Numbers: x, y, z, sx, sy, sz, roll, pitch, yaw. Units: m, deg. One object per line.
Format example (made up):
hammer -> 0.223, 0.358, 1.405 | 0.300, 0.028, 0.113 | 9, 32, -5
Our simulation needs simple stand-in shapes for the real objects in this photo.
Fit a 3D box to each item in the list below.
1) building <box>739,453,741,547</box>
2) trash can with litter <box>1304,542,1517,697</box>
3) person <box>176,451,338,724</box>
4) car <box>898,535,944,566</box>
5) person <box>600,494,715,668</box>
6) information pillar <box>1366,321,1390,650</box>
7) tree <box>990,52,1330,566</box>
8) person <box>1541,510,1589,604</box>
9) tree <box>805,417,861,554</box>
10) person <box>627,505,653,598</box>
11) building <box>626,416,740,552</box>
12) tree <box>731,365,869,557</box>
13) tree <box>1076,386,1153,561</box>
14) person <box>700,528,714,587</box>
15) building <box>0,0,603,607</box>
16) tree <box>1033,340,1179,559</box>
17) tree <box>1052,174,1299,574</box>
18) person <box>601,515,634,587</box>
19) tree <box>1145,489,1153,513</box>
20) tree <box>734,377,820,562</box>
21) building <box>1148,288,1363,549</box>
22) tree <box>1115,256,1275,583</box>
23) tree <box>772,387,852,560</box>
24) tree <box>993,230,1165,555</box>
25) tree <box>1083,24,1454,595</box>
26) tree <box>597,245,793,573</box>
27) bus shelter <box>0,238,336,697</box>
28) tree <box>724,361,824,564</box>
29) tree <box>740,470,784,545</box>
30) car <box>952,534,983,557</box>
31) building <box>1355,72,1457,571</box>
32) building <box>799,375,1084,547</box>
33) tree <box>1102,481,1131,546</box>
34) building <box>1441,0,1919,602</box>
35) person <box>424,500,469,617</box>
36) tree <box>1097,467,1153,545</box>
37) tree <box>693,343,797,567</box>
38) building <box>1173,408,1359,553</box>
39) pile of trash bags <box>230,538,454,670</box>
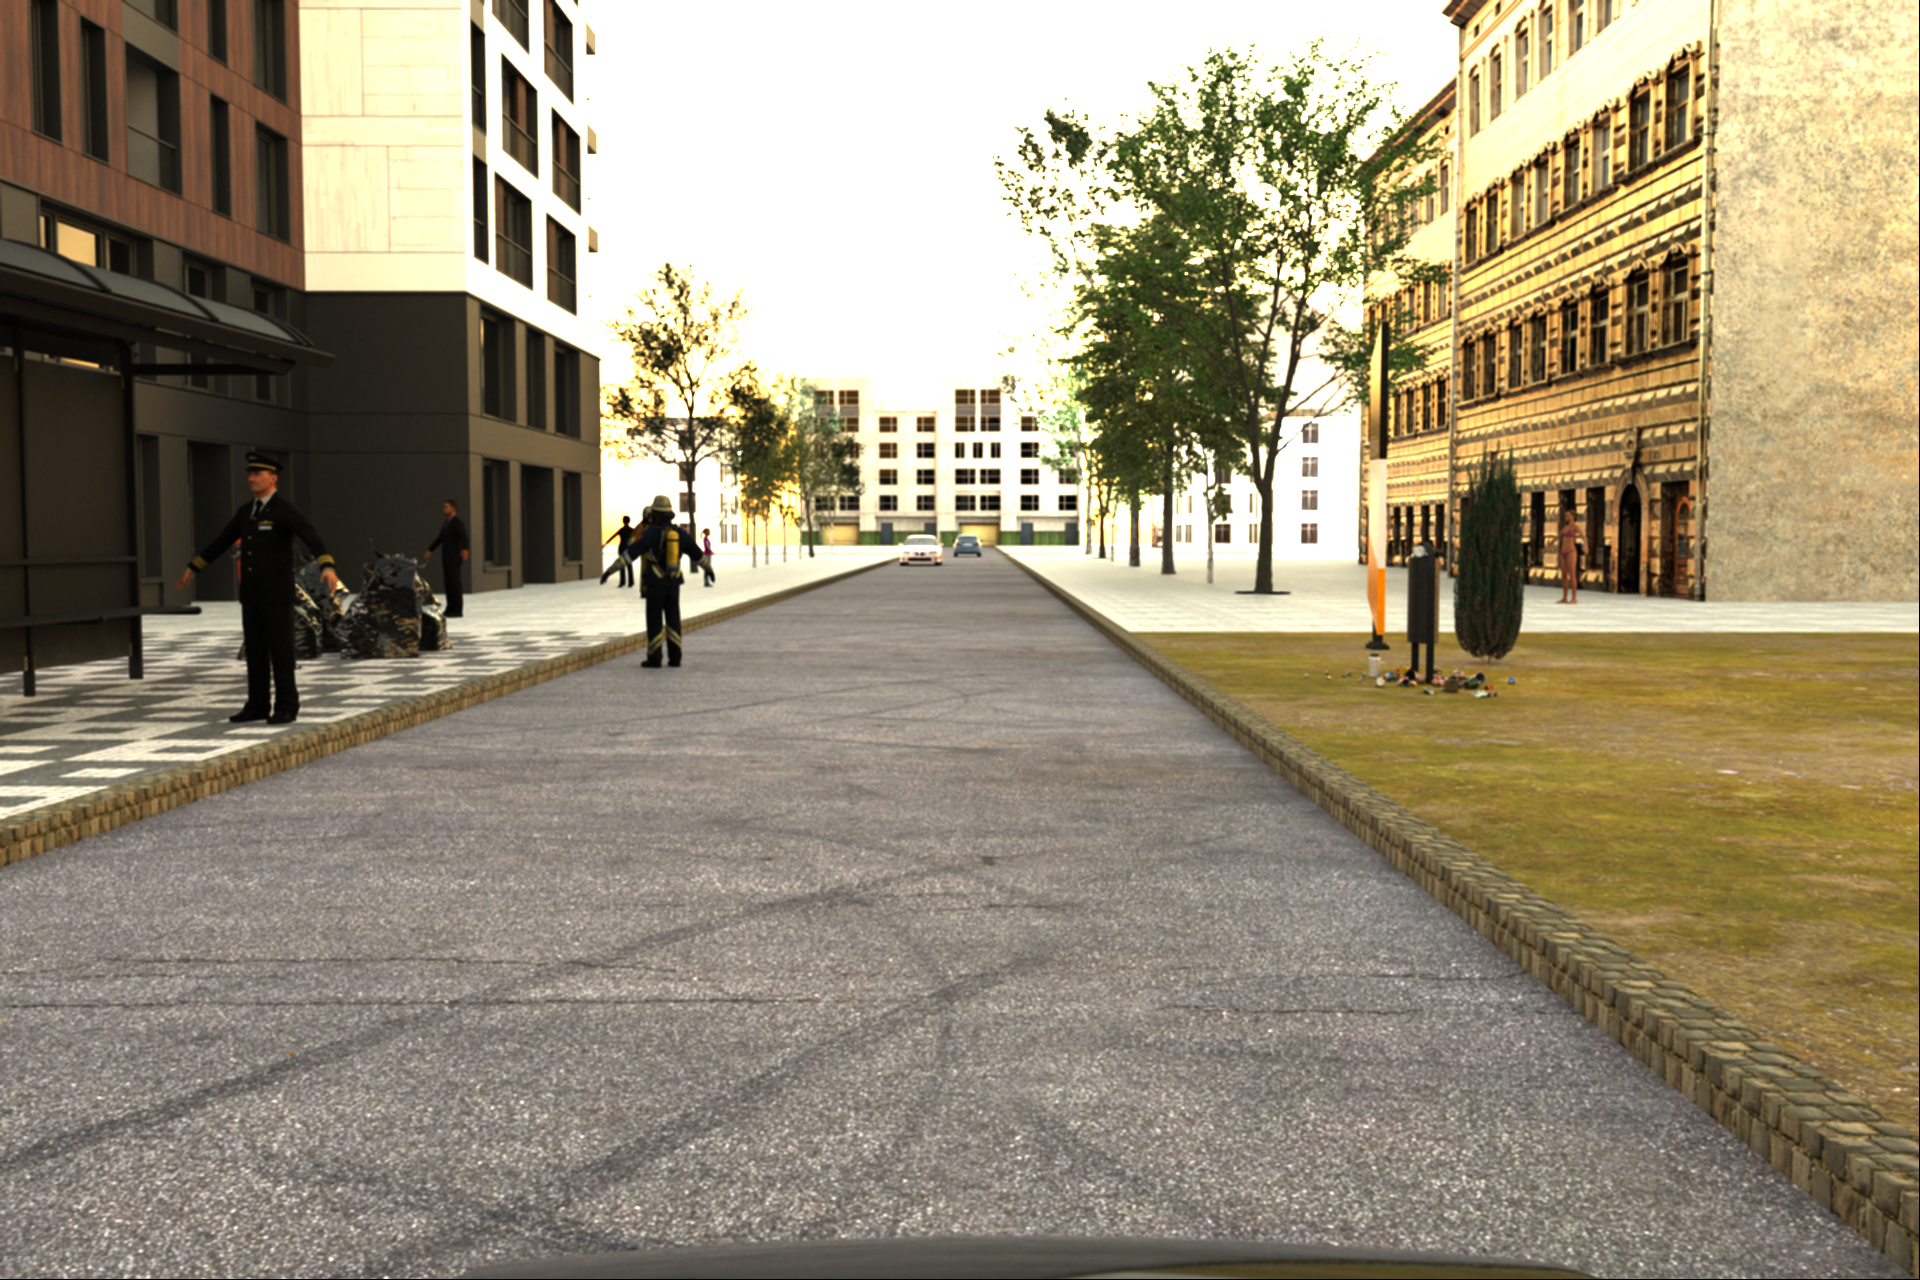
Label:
building -> -25.442, -13.694, 166.049 | 9.099, 9.664, 28.070 | 0, 4, 0
trash can with litter -> 3.913, -0.220, 14.653 | 1.678, 1.210, 2.233 | 0, 4, 0
person -> -4.745, -0.359, 11.804 | 1.347, 1.837, 0.705 | 1, 4, 21
car -> -1.776, -4.128, 79.859 | 2.083, 1.381, 4.827 | 0, 4, 1
person -> -3.212, -0.638, 18.666 | 1.354, 1.856, 0.705 | -3, 4, -36
information pillar -> 4.666, -1.711, 19.328 | 0.183, 3.616, 0.504 | 0, 4, 0
tree -> 8.247, -12.939, 67.435 | 12.611, 20.169, 13.585 | 0, 3, 0
person -> 11.178, -1.539, 31.965 | 0.721, 1.733, 1.217 | -1, 4, -20
tree -> -8.065, -9.686, 108.724 | 4.360, 8.622, 3.978 | 0, 3, 0
person -> -6.234, -1.775, 34.793 | 0.705, 1.858, 1.354 | 2, 4, 35
building -> -21.952, -11.960, 137.699 | 9.099, 9.664, 28.070 | 0, 4, 0
tree -> -8.444, -9.835, 95.211 | 7.601, 10.594, 8.767 | 2, 4, 29
tree -> 7.239, -8.000, 81.164 | 4.737, 8.622, 4.395 | 0, 3, 0
person -> -6.102, -2.018, 42.256 | 0.599, 1.433, 0.991 | -1, 4, -15
building -> -24.330, -11.627, 34.073 | 27.936, 21.610, 32.646 | 0, 4, 0
tree -> 7.639, -10.122, 91.249 | 9.928, 11.665, 9.643 | 0, 3, 0
tree -> 6.772, -8.357, 54.772 | 7.486, 12.596, 7.792 | 0, 3, 0
person -> -8.096, -2.140, 41.716 | 0.721, 1.740, 1.216 | 3, 5, 44
tree -> 23.236, -14.903, 194.028 | 4.360, 8.622, 3.978 | 0, 3, 0
tree -> -7.873, -7.892, 79.391 | 4.360, 8.622, 3.978 | 0, 3, 0
building -> 28.105, -20.201, 161.213 | 19.493, 23.208, 18.063 | 0, 4, 0
tree -> 6.356, -5.796, 45.121 | 4.737, 8.622, 4.395 | 0, 3, 0
tree -> -8.180, -8.361, 87.068 | 4.360, 8.622, 3.978 | 0, 3, 0
tree -> 7.763, -15.389, 107.506 | 12.611, 20.169, 13.585 | 0, 3, 0
tree -> 6.467, -6.783, 36.653 | 9.928, 11.665, 9.643 | 0, 3, 0
tree -> -9.123, -7.496, 56.971 | 7.601, 10.594, 8.767 | -2, 4, -29
bus shelter -> -6.636, -1.152, 12.756 | 2.014, 3.302, 5.546 | 0, 4, 2
tree -> -8.061, -7.491, 72.835 | 4.737, 8.622, 4.395 | 0, 3, 0
tree -> -23.568, -16.943, 195.139 | 7.486, 12.596, 7.792 | 0, 3, 0
car -> 0.474, -5.996, 110.039 | 2.014, 1.417, 4.499 | 0, 3, 0
building -> 26.019, -14.204, 63.157 | 19.493, 23.208, 18.063 | 0, 4, 0
building -> -1.546, -20.250, 199.999 | 31.486, 18.905, 16.747 | 0, 4, 5
tree -> 18.081, -14.862, 193.360 | 4.360, 8.622, 3.978 | 0, 3, 0
building -> 23.418, -12.844, 40.932 | 19.493, 23.208, 18.063 | 0, 4, 1
person -> -7.876, -1.256, 26.756 | 0.704, 1.802, 1.346 | -3, 5, -42
tree -> 19.601, -17.251, 200.178 | 7.486, 12.596, 7.792 | 0, 3, 0
tree -> -7.816, -7.099, 66.432 | 4.360, 8.622, 3.978 | 0, 3, 0
building -> 22.080, -11.476, 129.775 | 9.099, 9.664, 28.070 | 0, 4, 0
pile of trash bags -> -6.548, -0.494, 17.830 | 1.912, 1.369, 3.447 | 0, 4, 1
